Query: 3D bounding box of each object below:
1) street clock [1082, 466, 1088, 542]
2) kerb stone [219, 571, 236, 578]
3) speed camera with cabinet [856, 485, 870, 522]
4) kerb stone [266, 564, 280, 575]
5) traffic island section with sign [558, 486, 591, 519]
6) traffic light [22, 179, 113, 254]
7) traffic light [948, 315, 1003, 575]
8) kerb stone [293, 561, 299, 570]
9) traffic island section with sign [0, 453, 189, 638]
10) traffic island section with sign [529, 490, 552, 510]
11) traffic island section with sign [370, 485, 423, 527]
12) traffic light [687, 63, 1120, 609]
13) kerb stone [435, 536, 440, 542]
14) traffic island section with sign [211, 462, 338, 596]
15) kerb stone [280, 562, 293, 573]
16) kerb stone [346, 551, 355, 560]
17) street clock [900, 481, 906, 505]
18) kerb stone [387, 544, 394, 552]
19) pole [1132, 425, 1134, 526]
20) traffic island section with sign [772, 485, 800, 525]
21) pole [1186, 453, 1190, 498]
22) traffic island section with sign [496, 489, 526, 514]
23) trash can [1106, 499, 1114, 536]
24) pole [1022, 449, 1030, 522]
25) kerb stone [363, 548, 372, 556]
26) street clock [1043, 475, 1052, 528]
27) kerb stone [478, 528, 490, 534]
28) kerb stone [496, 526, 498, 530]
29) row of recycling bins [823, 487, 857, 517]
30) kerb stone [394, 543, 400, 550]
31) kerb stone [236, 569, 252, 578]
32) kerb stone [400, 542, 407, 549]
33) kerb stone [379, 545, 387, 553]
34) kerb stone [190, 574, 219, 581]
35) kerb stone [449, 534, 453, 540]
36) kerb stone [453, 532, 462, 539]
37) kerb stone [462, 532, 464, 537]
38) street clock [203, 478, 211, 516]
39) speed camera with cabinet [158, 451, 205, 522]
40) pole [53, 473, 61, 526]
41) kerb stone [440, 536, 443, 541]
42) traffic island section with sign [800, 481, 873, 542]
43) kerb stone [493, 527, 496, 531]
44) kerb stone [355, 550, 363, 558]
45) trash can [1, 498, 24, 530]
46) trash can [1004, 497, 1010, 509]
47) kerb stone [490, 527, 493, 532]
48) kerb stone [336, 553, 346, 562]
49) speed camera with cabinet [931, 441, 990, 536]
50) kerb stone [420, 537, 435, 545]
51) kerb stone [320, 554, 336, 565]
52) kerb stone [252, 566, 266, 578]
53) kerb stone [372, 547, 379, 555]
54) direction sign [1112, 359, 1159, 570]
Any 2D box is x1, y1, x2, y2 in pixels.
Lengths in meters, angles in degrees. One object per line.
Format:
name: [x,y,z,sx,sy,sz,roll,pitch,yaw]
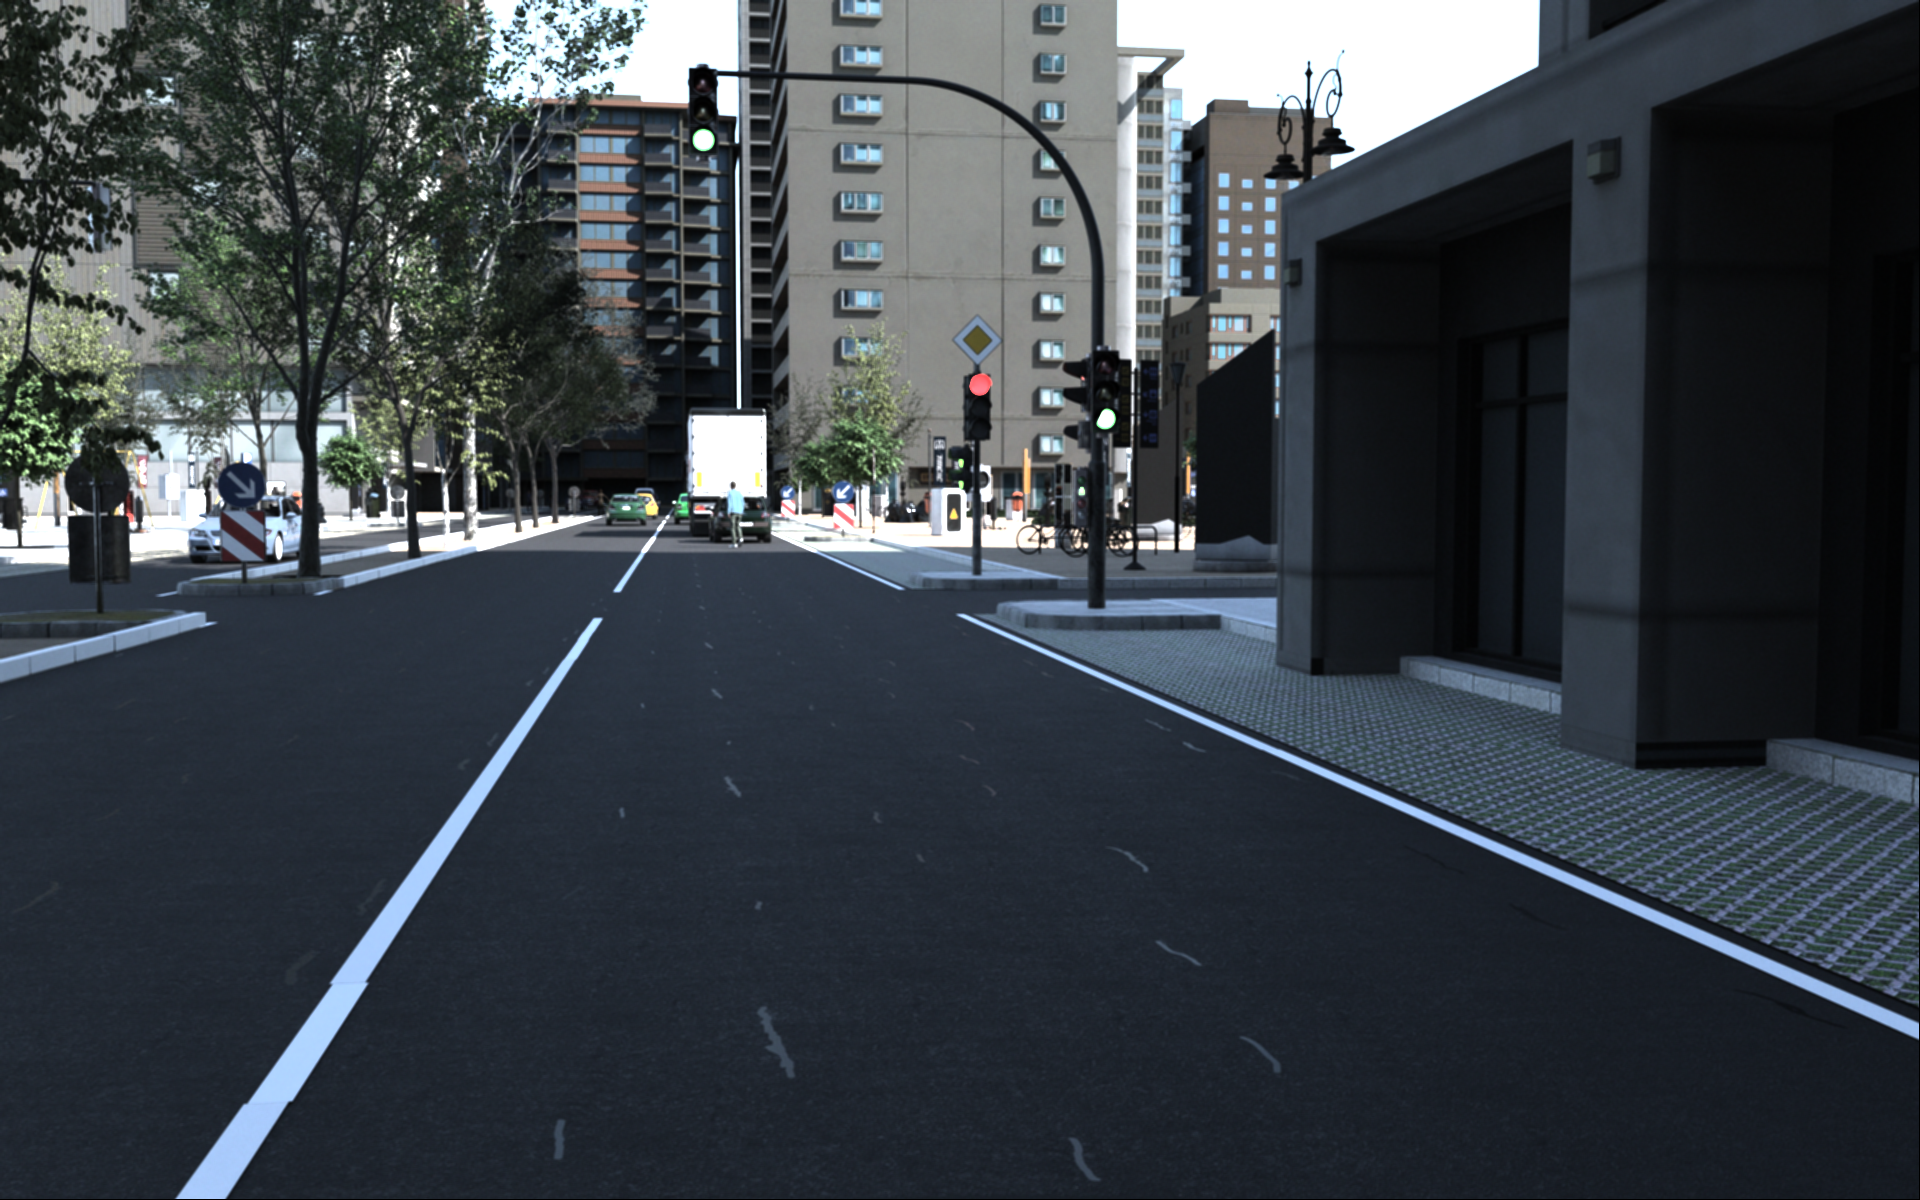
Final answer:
street clock: [3.365,-2.488,45.252,0.471,2.002,0.358,-1,4,-16]
kerb stone: [-11.773,-0.330,27.590,0.120,0.150,1.000,-1,4,-9]
speed camera with cabinet: [-4.589,-5.349,81.788,0.660,3.252,2.038,0,4,-1]
kerb stone: [-12.256,-0.516,30.642,0.120,0.150,1.000,-1,4,-9]
traffic island section with sign: [-22.215,-5.592,99.572,2.006,1.907,1.989,-1,4,-9]
traffic light: [-14.743,-3.074,24.923,4.771,5.953,1.251,-1,4,-9]
traffic light: [0.248,-2.347,27.290,0.839,4.253,0.868,-1,4,-9]
kerb stone: [-12.579,-0.640,32.665,0.120,0.150,1.000,-1,4,-9]
traffic island section with sign: [-9.187,-0.607,18.058,2.006,1.907,1.989,-1,4,-9]
traffic island section with sign: [-36.993,-8.820,152.828,1.989,1.847,2.006,-1,4,-9]
traffic island section with sign: [-24.734,-4.129,76.130,1.989,1.847,2.006,-1,4,-9]
traffic light: [-0.544,-2.707,18.935,4.771,5.953,1.251,-1,4,-9]
kerb stone: [-15.493,-1.754,50.880,0.120,0.150,1.000,-1,4,-9]
traffic island section with sign: [-10.346,-1.054,25.374,2.006,1.907,1.989,-1,4,-9]
kerb stone: [-12.419,-0.575,31.652,0.120,0.150,1.000,-1,4,-9]
kerb stone: [-13.387,-0.944,37.715,0.120,0.150,1.000,-1,4,-9]
street clock: [-3.270,-5.782,99.108,0.358,2.002,0.471,-1,4,-11]
kerb stone: [-14.197,-1.258,42.769,0.120,0.150,1.000,-1,4,-9]
pole: [5.186,-3.500,51.072,0.158,3.312,0.155,0,3,0]
traffic island section with sign: [-8.072,-4.348,79.725,1.989,1.847,2.006,-1,4,-9]
pole: [11.166,-5.567,84.855,0.158,3.312,0.155,0,3,0]
traffic island section with sign: [-32.737,-7.192,126.209,1.989,1.847,2.006,-1,4,-9]
trash can: [4.313,-2.508,52.655,0.748,1.137,0.748,0,3,0]
pole: [2.930,-5.171,78.385,0.158,3.312,0.155,0,3,0]
kerb stone: [-13.705,-1.065,39.738,0.120,0.150,1.000,-1,4,-9]
street clock: [3.335,-3.748,65.857,0.358,2.002,0.471,0,4,5]
kerb stone: [-17.601,-2.559,64.038,0.120,0.150,1.000,-1,4,-9]
kerb stone: [-18.090,-2.744,67.075,0.120,0.150,1.000,-1,4,-9]
row of recycling bins: [-6.556,-5.661,99.666,3.534,1.692,1.069,3,5,42]
kerb stone: [-14.359,-1.317,43.779,0.120,0.150,1.000,-1,4,-9]
kerb stone: [-11.928,-0.392,28.604,0.120,0.150,1.000,-1,4,-9]
kerb stone: [-14.521,-1.381,44.788,0.120,0.150,1.000,-1,4,-9]
kerb stone: [-14.032,-1.192,41.758,0.120,0.150,1.000,-1,4,-9]
kerb stone: [-11.610,-0.268,26.581,0.120,0.150,1.000,-1,4,-9]
kerb stone: [-15.977,-1.939,53.909,0.120,0.150,1.000,-1,4,-9]
kerb stone: [-16.303,-2.065,55.952,0.120,0.150,1.000,-1,4,-9]
kerb stone: [-16.468,-2.127,56.967,0.120,0.150,1.000,-1,4,-9]
street clock: [-33.509,-4.435,77.087,0.358,2.002,0.471,-1,4,-11]
speed camera with cabinet: [-35.876,-5.231,79.859,0.660,3.252,2.038,2,4,29]
pole: [-36.153,-4.614,69.284,0.158,3.312,0.155,0,3,0]
kerb stone: [-15.660,-1.816,51.889,0.120,0.150,1.000,-1,4,-9]
traffic island section with sign: [-3.696,-2.673,52.338,1.989,1.847,2.006,-1,4,-9]
kerb stone: [-17.917,-2.674,66.067,0.120,0.150,1.000,-1,4,-9]
kerb stone: [-13.555,-1.008,38.726,0.120,0.150,1.000,-1,4,-9]
trash can: [-33.784,-3.066,61.777,0.748,1.137,0.748,0,3,0]
trash can: [2.862,-5.466,101.023,0.748,1.137,0.748,0,3,0]
kerb stone: [-17.758,-2.622,65.057,0.120,0.150,1.000,-1,4,-9]
kerb stone: [-13.228,-0.887,36.702,0.120,0.150,1.000,-1,4,-9]
speed camera with cabinet: [0.029,-3.605,53.279,2.038,3.252,0.660,-3,5,-44]
kerb stone: [-15.330,-1.692,49.867,0.120,0.150,1.000,-1,4,-9]
kerb stone: [-13.072,-0.825,35.692,0.120,0.150,1.000,-1,4,-9]
kerb stone: [-12.096,-0.454,29.623,0.120,0.150,1.000,-1,4,-9]
kerb stone: [-13.873,-1.135,40.747,0.120,0.150,1.000,-1,4,-9]
direction sign: [2.964,-2.280,29.279,0.876,3.537,0.379,-2,4,-24]
